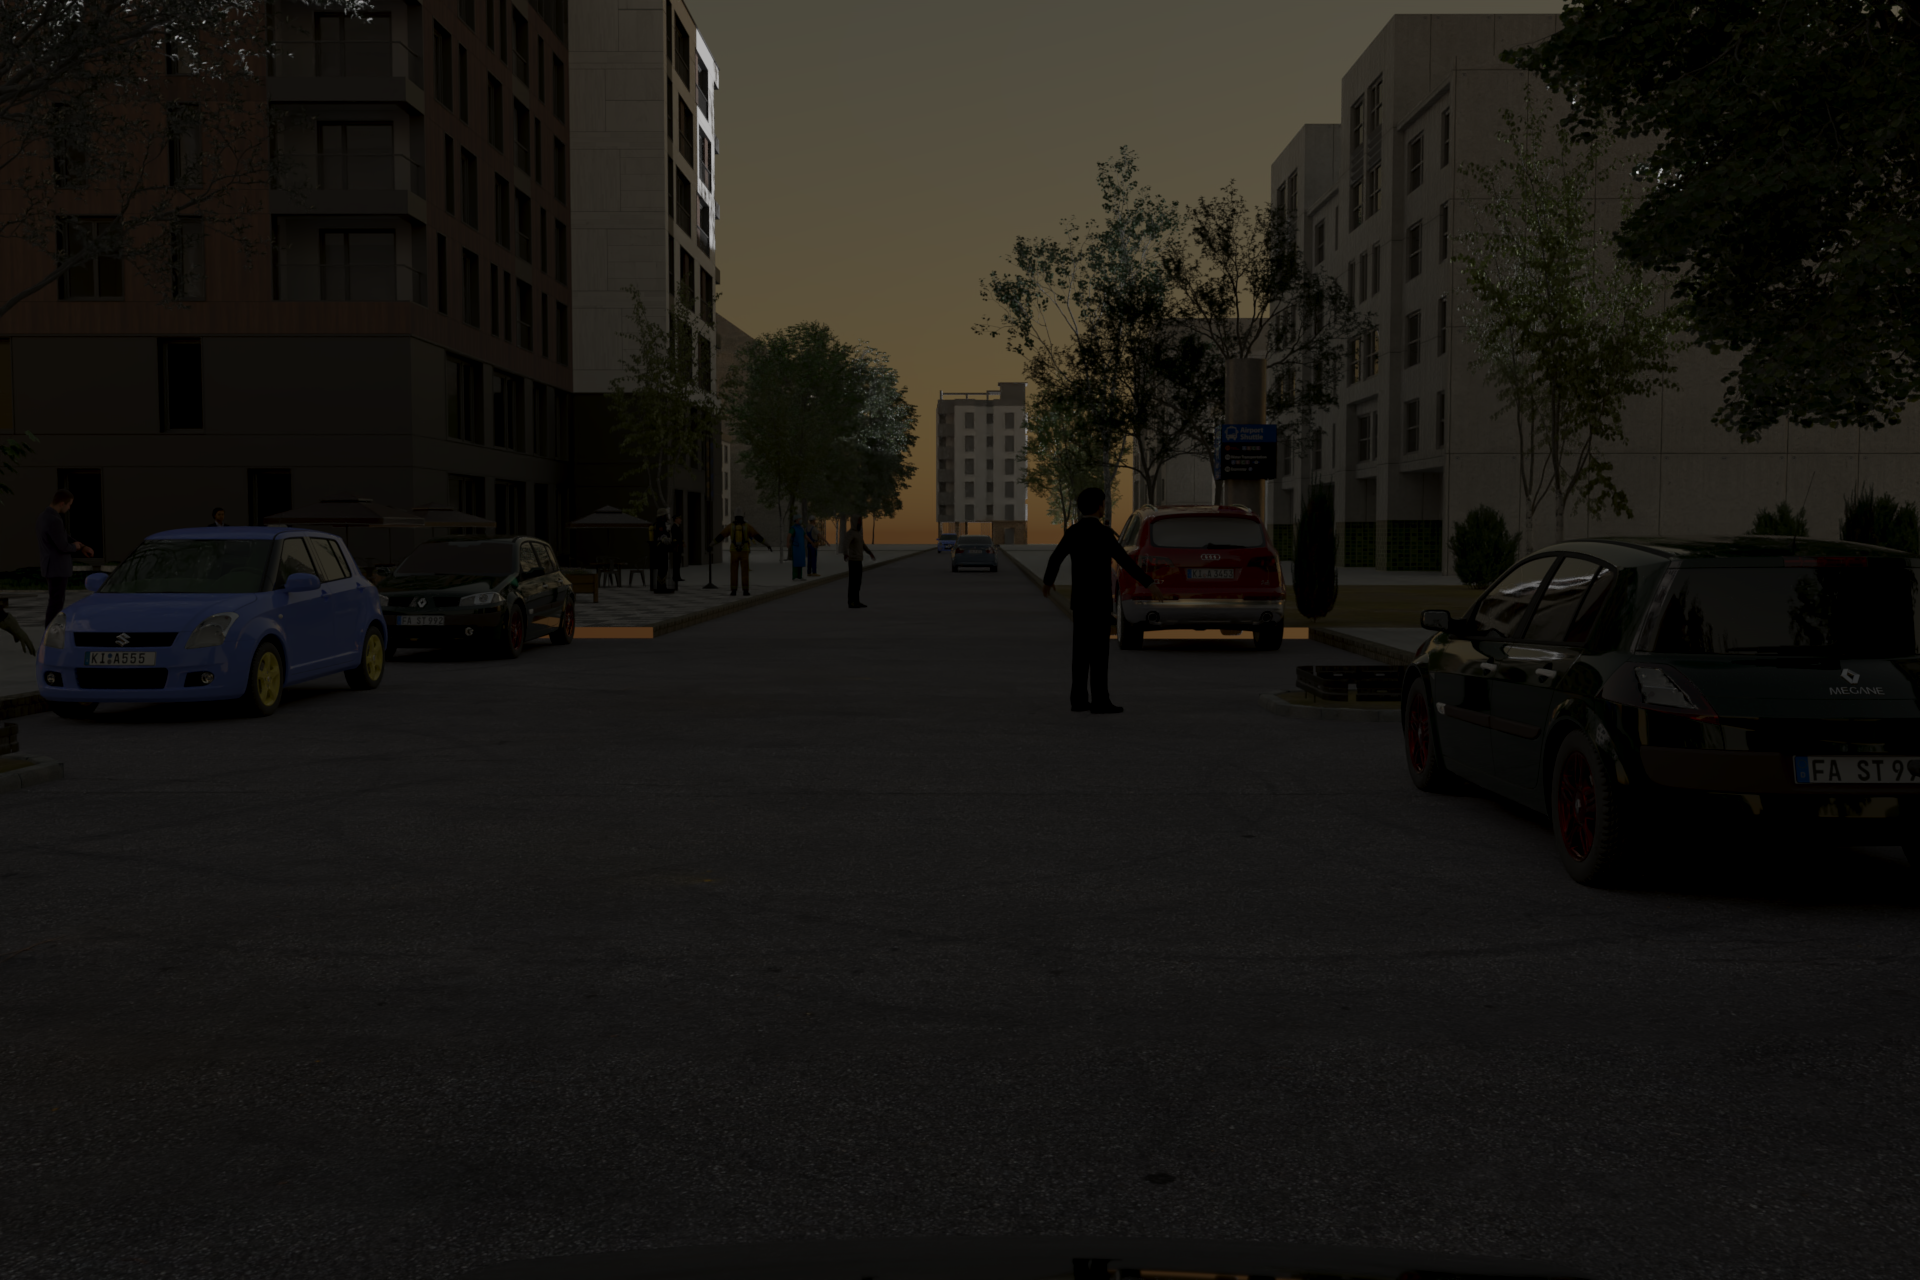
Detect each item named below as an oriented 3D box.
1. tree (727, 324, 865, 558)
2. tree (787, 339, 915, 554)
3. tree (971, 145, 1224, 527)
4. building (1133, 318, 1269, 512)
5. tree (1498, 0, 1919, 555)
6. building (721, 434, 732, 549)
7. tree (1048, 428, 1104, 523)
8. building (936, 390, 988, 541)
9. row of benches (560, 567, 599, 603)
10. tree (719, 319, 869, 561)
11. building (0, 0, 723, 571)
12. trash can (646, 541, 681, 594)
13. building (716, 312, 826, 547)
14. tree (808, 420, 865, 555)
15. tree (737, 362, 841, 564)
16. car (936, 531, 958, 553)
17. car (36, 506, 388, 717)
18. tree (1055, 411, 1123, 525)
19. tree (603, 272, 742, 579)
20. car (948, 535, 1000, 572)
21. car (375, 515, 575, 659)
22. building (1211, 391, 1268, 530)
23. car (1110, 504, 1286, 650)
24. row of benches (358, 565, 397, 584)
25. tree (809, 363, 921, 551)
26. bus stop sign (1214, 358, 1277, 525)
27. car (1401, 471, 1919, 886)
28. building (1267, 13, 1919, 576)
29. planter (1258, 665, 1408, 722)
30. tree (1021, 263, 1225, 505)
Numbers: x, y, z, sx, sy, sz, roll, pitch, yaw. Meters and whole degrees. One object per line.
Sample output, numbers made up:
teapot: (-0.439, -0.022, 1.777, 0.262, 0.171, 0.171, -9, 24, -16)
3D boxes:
tree: (-8.847, -10.750, 93.884, 7.486, 12.596, 7.792, 0, 3, 0)
tree: (-7.821, -12.700, 114.301, 9.857, 13.997, 8.962, 0, 3, 0)
tree: (6.941, -14.146, 87.169, 12.611, 20.169, 13.585, 0, 3, 0)
building: (24.666, -17.356, 150.236, 16.747, 18.905, 31.486, 0, 4, 1)
tree: (9.660, -6.727, 16.637, 9.857, 13.997, 8.962, 0, 3, 0)
building: (-24.165, -12.666, 149.236, 9.099, 9.664, 28.070, 0, 4, 1)
tree: (8.114, -10.215, 117.371, 4.737, 8.622, 4.395, 0, 3, 0)
building: (-2.719, -22.093, 220.104, 11.380, 20.090, 16.016, 0, 4, 3)
row of benches: (-8.113, -1.105, 33.525, 1.422, 0.672, 4.104, -3, 4, -37)
tree: (-7.988, -9.630, 83.213, 9.928, 11.665, 9.643, 0, 3, 0)
building: (-24.536, -13.234, 60.347, 27.936, 21.610, 32.646, 0, 4, 0)
trash can: (-6.365, -1.564, 37.221, 0.748, 1.137, 0.748, 0, 3, 0)
building: (-24.068, -21.291, 179.033, 19.493, 23.208, 18.063, 0, 4, 1)
tree: (-7.425, -9.473, 105.242, 4.360, 8.622, 3.978, 0, 3, 0)
tree: (-7.522, -7.626, 75.051, 4.737, 8.622, 4.395, 0, 3, 0)
car: (-0.813, -7.366, 130.019, 1.945, 1.707, 3.694, 0, 4, 1)
car: (-6.237, -0.312, 14.689, 1.945, 1.707, 3.694, 0, 4, 1)
tree: (7.801, -9.201, 100.800, 4.737, 8.622, 4.395, 0, 3, 0)
tree: (-8.338, -6.057, 49.392, 4.737, 8.622, 4.395, 0, 3, 0)
car: (0.546, -3.318, 66.244, 2.014, 1.417, 4.499, 0, 4, 0)
car: (-5.923, -0.693, 21.123, 2.009, 1.686, 4.222, 0, 4, 1)
building: (21.058, -9.757, 101.681, 9.099, 9.664, 28.070, 0, 4, 1)
car: (2.991, -0.876, 22.993, 2.281, 1.827, 5.304, 0, 4, 1)
row of benches: (-11.989, -1.142, 34.132, 4.104, 0.672, 1.422, 3, 4, 36)
tree: (-7.619, -13.598, 128.986, 9.857, 13.997, 8.962, 0, 3, 0)
bus stop sign: (4.322, -2.279, 26.278, 0.837, 3.901, 0.837, 0, 4, 2)
car: (3.379, 0.083, 8.426, 2.009, 1.686, 4.222, 0, 4, 1)
building: (23.166, -12.306, 67.661, 16.747, 18.905, 31.486, 0, 4, 0)
planter: (3.497, 0.427, 14.165, 1.991, 0.319, 1.994, 0, 4, 0)
tree: (6.592, -7.648, 59.453, 8.767, 10.594, 7.601, -2, 4, -31)
